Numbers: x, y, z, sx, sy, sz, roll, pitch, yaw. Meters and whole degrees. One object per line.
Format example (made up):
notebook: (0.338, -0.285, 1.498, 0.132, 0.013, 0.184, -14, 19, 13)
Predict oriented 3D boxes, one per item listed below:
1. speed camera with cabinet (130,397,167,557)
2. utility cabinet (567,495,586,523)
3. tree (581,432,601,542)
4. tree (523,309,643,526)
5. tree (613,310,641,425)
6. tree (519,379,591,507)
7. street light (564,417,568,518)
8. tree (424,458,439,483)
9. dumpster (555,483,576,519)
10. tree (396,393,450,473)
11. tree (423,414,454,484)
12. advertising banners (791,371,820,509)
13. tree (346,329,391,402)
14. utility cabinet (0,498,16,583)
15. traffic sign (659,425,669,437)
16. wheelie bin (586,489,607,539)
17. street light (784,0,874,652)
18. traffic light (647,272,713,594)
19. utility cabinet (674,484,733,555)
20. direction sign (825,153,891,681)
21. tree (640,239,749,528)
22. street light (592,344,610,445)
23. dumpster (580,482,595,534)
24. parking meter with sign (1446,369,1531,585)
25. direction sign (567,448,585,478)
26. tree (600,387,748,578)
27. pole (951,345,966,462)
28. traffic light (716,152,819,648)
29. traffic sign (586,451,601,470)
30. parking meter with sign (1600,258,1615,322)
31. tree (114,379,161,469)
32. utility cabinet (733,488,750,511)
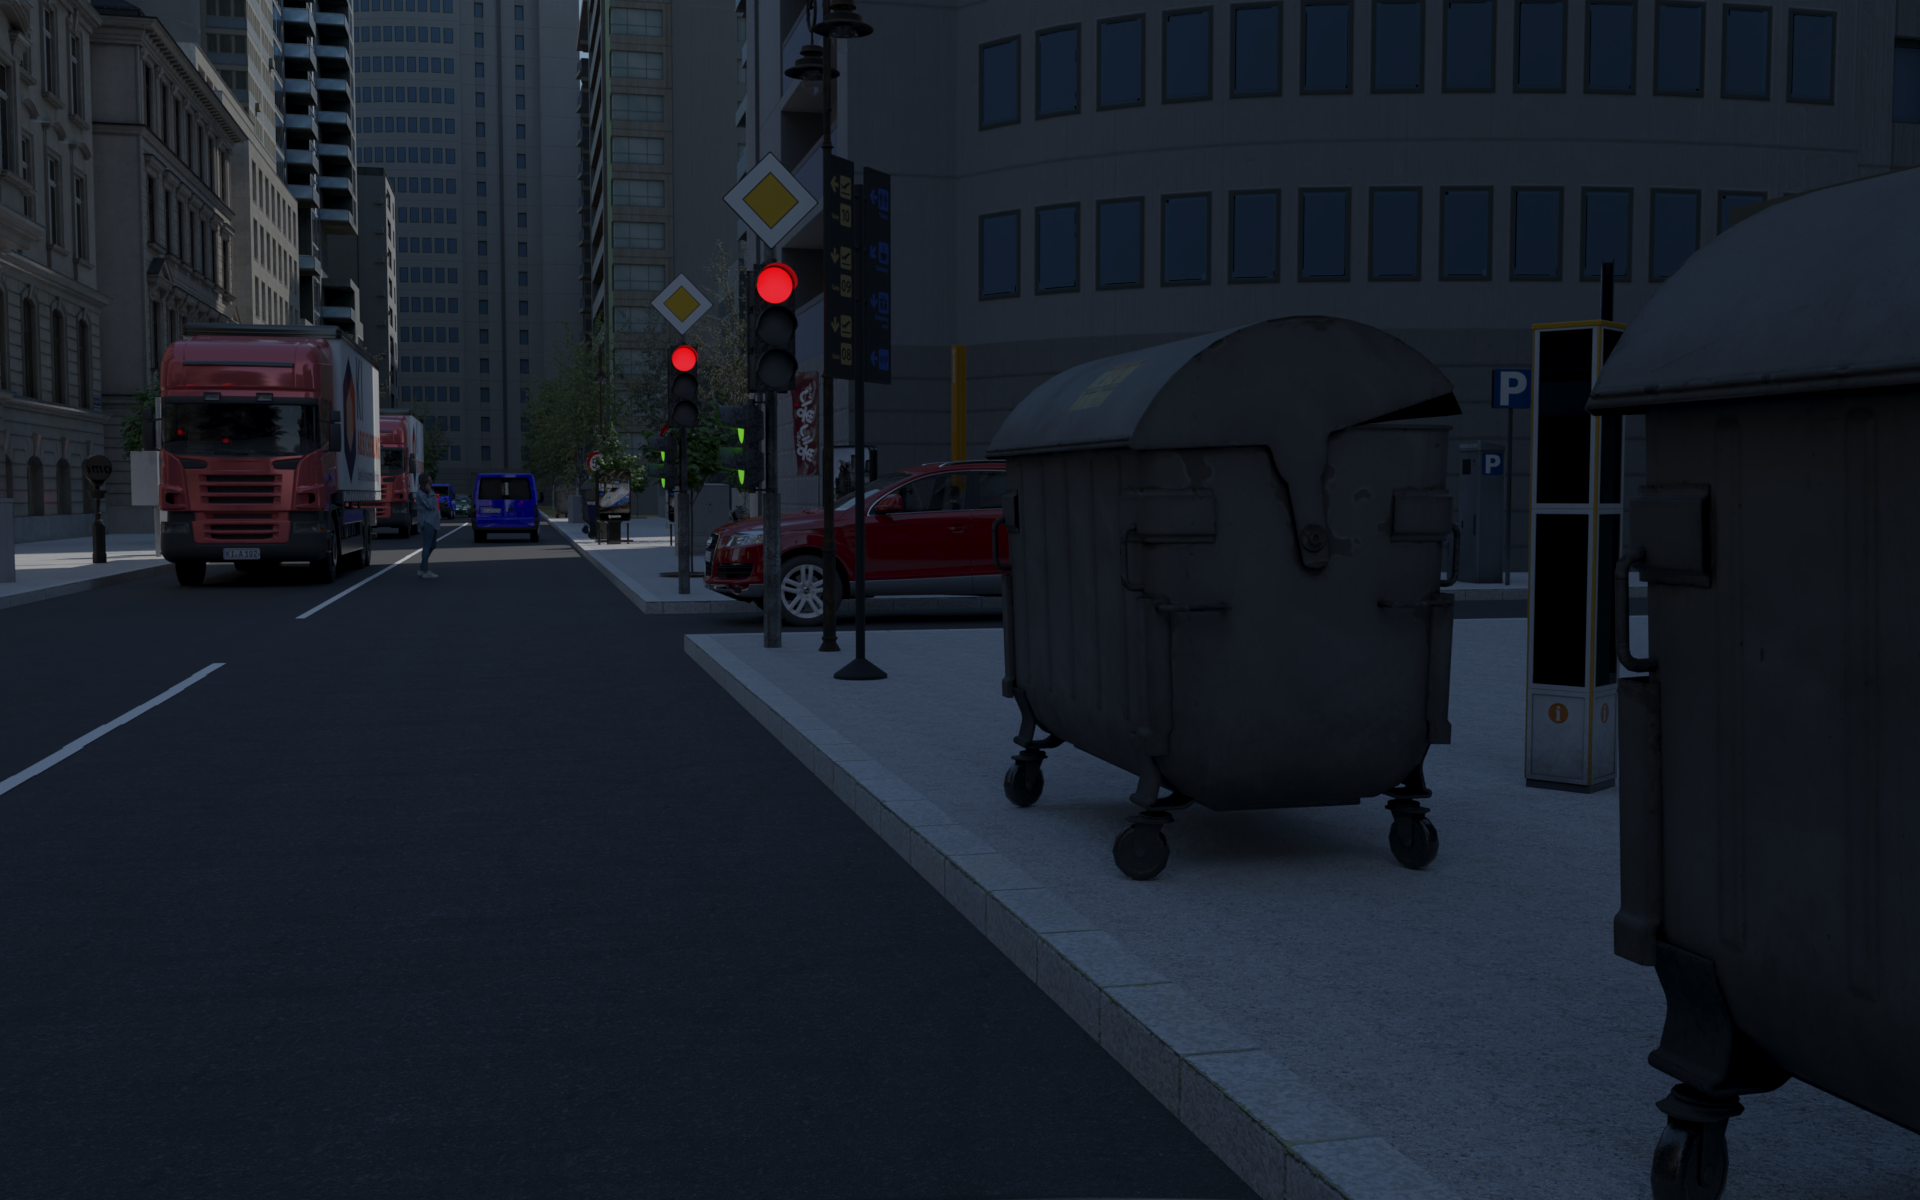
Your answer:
speed camera with cabinet: (-16.587, -2.557, 36.145, 0.660, 3.252, 2.038, 0, 4, -2)
utility cabinet: (-16.869, -3.981, 76.243, 0.306, 1.237, 1.020, 1, 4, 19)
tree: (-9.397, -3.167, 46.374, 1.663, 3.219, 1.824, 0, 3, 0)
tree: (-14.880, -7.299, 69.708, 4.737, 8.622, 4.395, 0, 3, 0)
tree: (-10.829, -6.957, 64.113, 4.360, 8.622, 3.978, 0, 3, 0)
tree: (-39.641, -15.438, 170.540, 7.486, 12.596, 7.792, 0, 3, 0)
street light: (-21.542, -7.449, 94.580, 0.468, 5.910, 1.993, -1, 4, -14)
tree: (-42.053, -9.202, 134.167, 4.285, 4.588, 4.351, 0, 3, 0)
dumpster: (-20.803, -5.254, 91.658, 1.264, 1.857, 1.865, -1, 4, -14)
tree: (-39.925, -10.820, 127.268, 4.737, 8.622, 4.395, 0, 3, 0)
tree: (-48.497, -12.723, 158.386, 4.360, 8.622, 3.978, 0, 3, 0)
advertising banners: (-1.569, -1.731, 24.489, 2.074, 3.025, 0.090, 2, 4, 30)
tree: (-27.504, -7.731, 76.771, 4.360, 8.622, 3.978, 0, 3, 0)
utility cabinet: (-14.070, -0.831, 24.754, 0.306, 1.237, 1.020, 2, 4, 25)
traffic sign: (-4.701, -1.781, 29.220, 0.768, 2.556, 0.104, -1, 4, -12)
wheelie bin: (-10.205, -2.529, 49.262, 0.693, 1.594, 0.980, -3, 4, -36)
street light: (-1.067, -2.520, 13.984, 0.468, 5.910, 1.993, -1, 4, -14)
traffic light: (-3.559, -2.031, 22.128, 0.839, 4.253, 0.868, -1, 4, -14)
utility cabinet: (-5.387, -1.685, 36.230, 1.173, 1.500, 0.318, -3, 5, -41)
direction sign: (-0.694, -1.222, 11.984, 0.379, 3.537, 0.876, 2, 4, 26)
tree: (-6.028, -6.061, 49.464, 4.360, 8.622, 3.978, 0, 3, 0)
street light: (-11.043, -4.927, 53.337, 0.468, 5.910, 1.993, -1, 4, -14)
dumpster: (-11.723, -3.105, 56.532, 1.264, 1.857, 1.865, -1, 4, -14)
parking meter with sign: (7.564, -1.761, 25.046, 0.543, 3.016, 1.738, -1, 4, -9)
direction sign: (-18.899, -5.711, 85.378, 0.876, 3.537, 0.379, 0, 4, 6)
tree: (-4.309, -1.981, 26.985, 1.663, 3.219, 1.824, 0, 3, 0)
pole: (-0.017, -1.834, 23.822, 0.158, 3.312, 0.155, 0, 3, 0)
traffic light: (-1.587, -1.558, 14.390, 0.839, 4.253, 0.868, -1, 4, -14)
traffic sign: (-10.577, -3.104, 50.863, 0.768, 2.556, 0.104, 0, 4, -7)
parking meter with sign: (5.646, -1.013, 12.829, 1.738, 3.016, 0.543, 1, 4, 20)
tree: (-20.148, -3.748, 44.997, 4.285, 4.588, 4.351, 0, 3, 0)
utility cabinet: (-7.960, -3.360, 63.619, 0.318, 1.500, 1.173, 1, 4, 21)
